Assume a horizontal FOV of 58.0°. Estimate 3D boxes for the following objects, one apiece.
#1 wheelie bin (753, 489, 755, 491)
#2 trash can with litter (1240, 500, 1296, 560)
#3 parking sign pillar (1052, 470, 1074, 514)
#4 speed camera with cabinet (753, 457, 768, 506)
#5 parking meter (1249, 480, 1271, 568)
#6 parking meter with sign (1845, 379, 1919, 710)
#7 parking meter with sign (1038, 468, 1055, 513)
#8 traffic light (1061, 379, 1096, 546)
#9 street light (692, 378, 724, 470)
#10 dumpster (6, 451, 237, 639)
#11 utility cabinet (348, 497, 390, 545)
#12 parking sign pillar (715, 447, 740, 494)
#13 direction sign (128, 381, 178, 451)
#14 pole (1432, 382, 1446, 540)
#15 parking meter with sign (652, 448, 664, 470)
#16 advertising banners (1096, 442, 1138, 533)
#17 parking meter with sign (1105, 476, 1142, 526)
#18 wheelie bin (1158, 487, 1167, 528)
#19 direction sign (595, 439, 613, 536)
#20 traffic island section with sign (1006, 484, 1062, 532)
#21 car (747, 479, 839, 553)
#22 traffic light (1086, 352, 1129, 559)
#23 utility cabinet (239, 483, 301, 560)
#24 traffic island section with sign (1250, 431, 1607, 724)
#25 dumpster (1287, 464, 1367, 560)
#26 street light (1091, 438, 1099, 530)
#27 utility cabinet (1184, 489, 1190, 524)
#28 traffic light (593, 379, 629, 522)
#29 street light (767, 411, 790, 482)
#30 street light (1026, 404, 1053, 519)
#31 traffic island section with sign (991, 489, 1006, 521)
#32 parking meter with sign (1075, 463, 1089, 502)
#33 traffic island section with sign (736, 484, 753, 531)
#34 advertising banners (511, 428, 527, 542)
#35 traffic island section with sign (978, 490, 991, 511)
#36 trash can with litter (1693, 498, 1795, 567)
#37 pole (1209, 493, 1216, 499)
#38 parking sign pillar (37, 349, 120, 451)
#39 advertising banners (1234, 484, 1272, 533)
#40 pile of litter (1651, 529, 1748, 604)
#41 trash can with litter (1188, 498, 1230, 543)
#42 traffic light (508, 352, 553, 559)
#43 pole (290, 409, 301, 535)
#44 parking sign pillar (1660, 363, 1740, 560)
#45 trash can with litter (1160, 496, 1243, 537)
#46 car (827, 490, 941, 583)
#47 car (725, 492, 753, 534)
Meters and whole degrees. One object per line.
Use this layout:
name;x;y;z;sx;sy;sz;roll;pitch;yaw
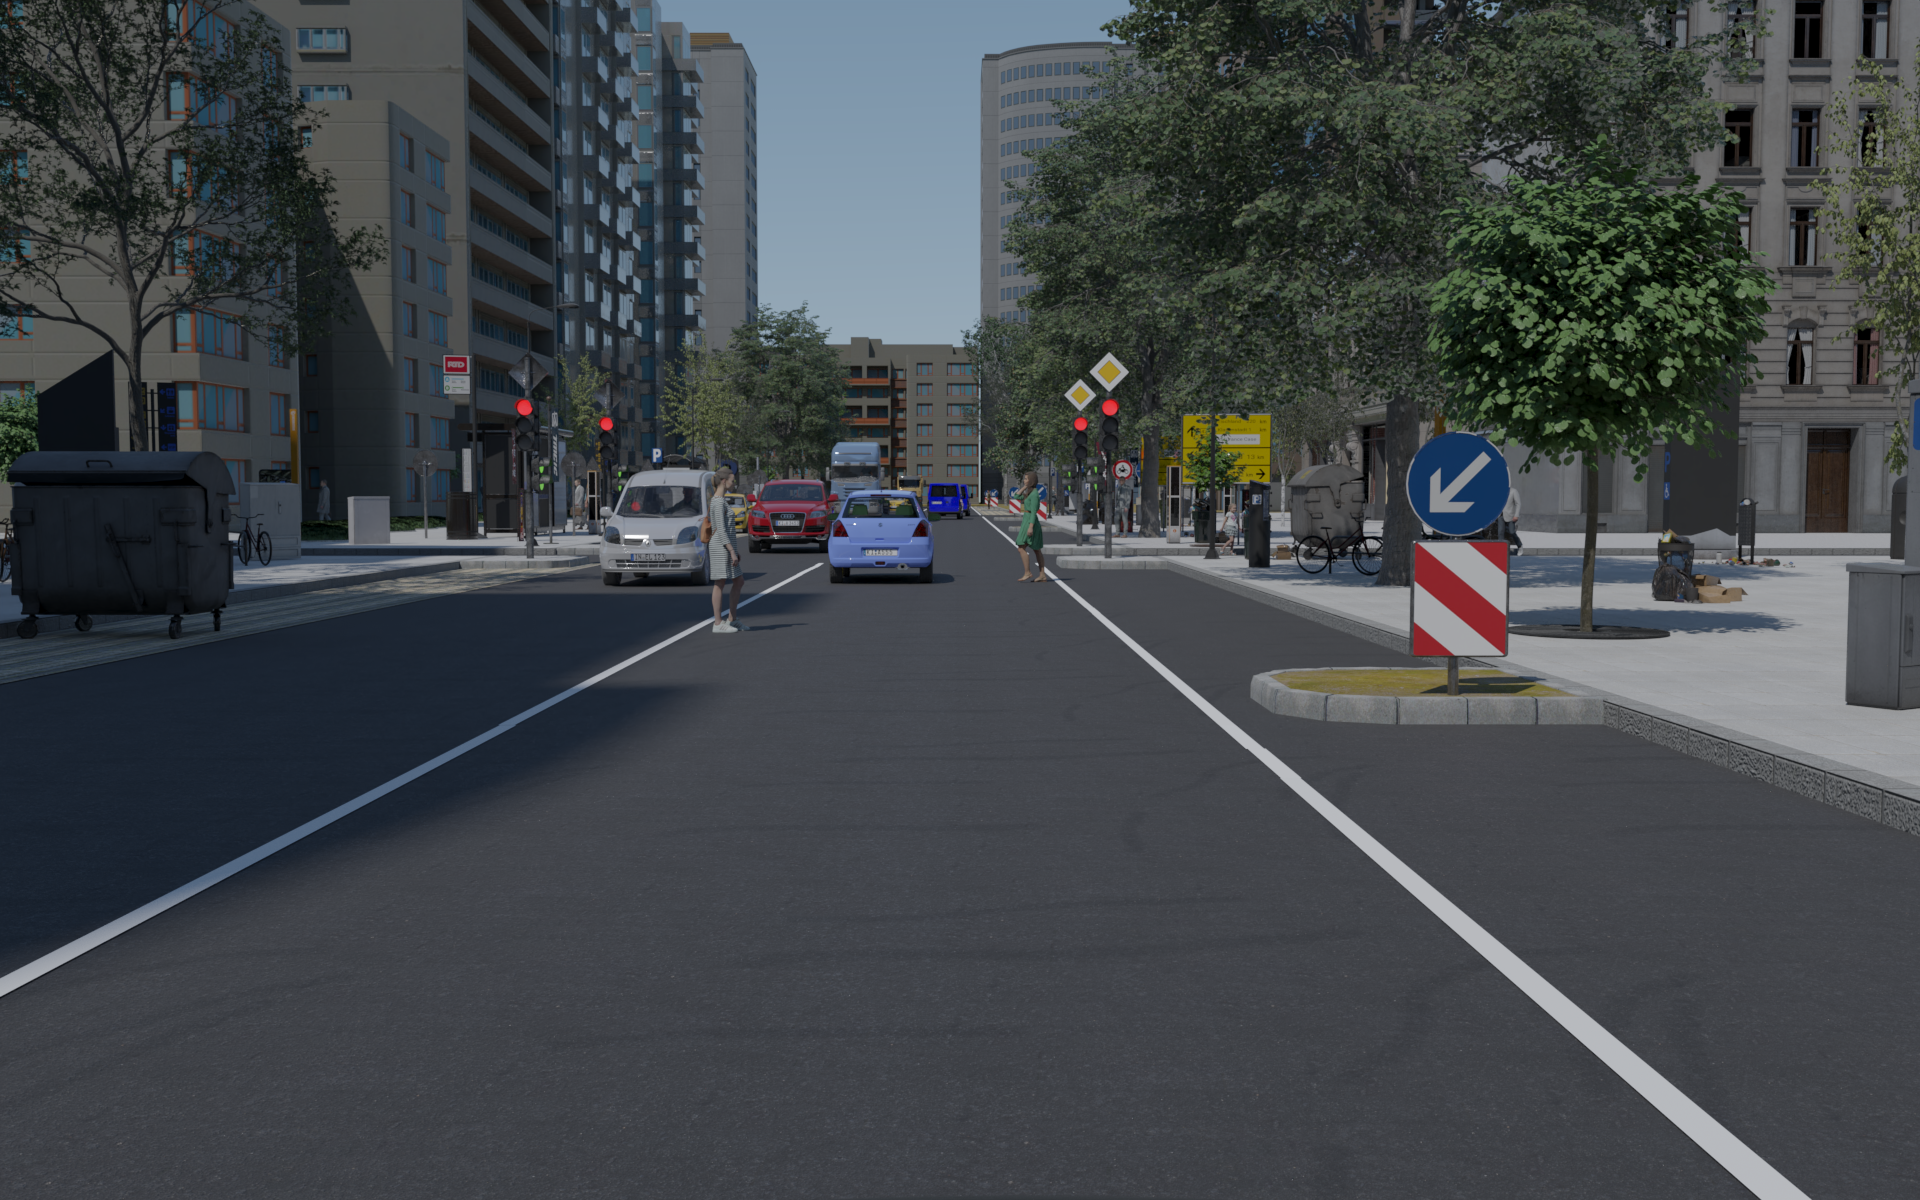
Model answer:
wheelie bin;-11.905;-5.624;99.866;0.980;1.594;0.693;1;4;21
trash can with litter;6.039;-1.378;33.913;1.055;1.170;0.624;0;4;2
parking sign pillar;6.540;-7.427;109.909;1.447;3.967;1.447;-1;4;-15
speed camera with cabinet;-10.735;-5.961;91.800;0.660;3.252;2.038;1;4;11
parking meter;5.241;-1.338;30.282;0.372;1.533;0.369;0;3;0
parking meter with sign;6.210;-0.884;10.716;1.738;3.016;0.543;-2;4;-31
parking meter with sign;5.496;-7.315;115.853;1.738;3.016;0.543;3;5;42
traffic light;2.912;-3.268;42.360;0.839;4.253;0.868;0;4;0
street light;-10.157;-5.926;69.430;1.470;5.913;1.316;0;4;0
dumpster;-8.415;-0.564;17.434;1.865;1.857;1.264;0;4;0
utility cabinet;-15.114;-2.027;44.303;0.306;1.237;1.020;3;5;40
parking sign pillar;-13.026;-6.640;97.041;1.447;3.967;1.447;-1;4;-16
direction sign;-16.319;-2.635;35.084;0.876;3.537;0.379;-2;4;-29
pole;8.790;-2.319;31.754;0.158;3.312;0.155;0;3;0
parking meter with sign;-11.939;-4.208;65.067;0.543;3.016;1.738;3;4;36
advertising banners;5.549;-3.756;57.597;2.074;3.025;0.090;1;4;11
parking meter with sign;6.697;-4.528;70.292;1.738;3.016;0.543;-1;4;-13
wheelie bin;7.835;-3.462;64.506;0.693;1.594;0.980;-3;5;-44
direction sign;-10.826;-3.709;52.642;0.379;3.537;0.876;0;4;-1
traffic island section with sign;2.897;-3.575;67.073;1.989;1.847;2.006;0;4;0
car;-4.183;-2.148;43.794;2.281;1.827;5.304;0;4;-2
traffic light;2.931;-2.780;34.375;0.839;4.253;0.868;0;4;0
utility cabinet;-13.366;-1.524;33.602;0.318;1.500;1.173;2;4;28
traffic island section with sign;3.041;-0.189;11.719;1.989;1.847;2.006;0;4;0
dumpster;7.269;-1.745;34.297;1.264;1.857;1.865;0;4;0
street light;4.355;-5.509;62.616;1.470;5.913;1.316;0;4;0
utility cabinet;9.305;-4.002;74.107;1.173;1.500;0.318;-2;4;-35
traffic light;-8.549;-3.266;42.318;0.839;4.253;0.868;0;4;0
street light;-10.154;-7.578;96.442;1.470;5.913;1.316;0;4;0
street light;4.117;-7.168;89.745;1.470;5.913;1.316;0;4;0
traffic island section with sign;2.845;-5.227;94.087;1.989;1.847;2.006;0;4;0
parking meter with sign;6.806;-6.011;94.533;0.543;3.016;1.738;-1;4;-18
traffic island section with sign;-8.316;-3.574;67.057;1.989;1.847;2.006;0;4;0
advertising banners;-11.932;-3.111;47.056;0.090;3.025;2.074;0;4;-1
traffic island section with sign;2.718;-8.299;144.314;1.989;1.847;2.006;0;4;0
trash can with litter;14.253;-1.234;31.230;1.678;1.210;2.233;0;4;0
pole;8.325;-3.864;57.013;0.158;3.312;0.155;0;3;0
parking sign pillar;-16.414;-2.680;32.295;1.447;3.967;1.447;-1;4;-15
advertising banners;9.409;-3.691;56.534;0.090;3.025;2.074;-3;4;-36
pile of litter;8.955;-0.432;21.036;1.176;0.858;1.719;3;4;38
trash can with litter;6.522;-2.065;45.156;1.055;1.170;0.624;-2;4;-24
traffic light;-8.530;-2.778;34.333;0.839;4.253;0.868;0;4;0
pole;-15.984;-2.924;41.644;0.158;3.312;0.155;0;3;0
parking sign pillar;14.723;-2.810;34.410;1.447;3.967;1.447;0;4;5
trash can with litter;7.285;-2.497;51.877;1.678;1.210;2.233;-2;4;-35
car;-1.284;-1.192;29.086;1.945;1.707;3.694;0;4;-1
car;-8.504;-3.262;63.552;2.015;1.641;3.980;0;4;-2
